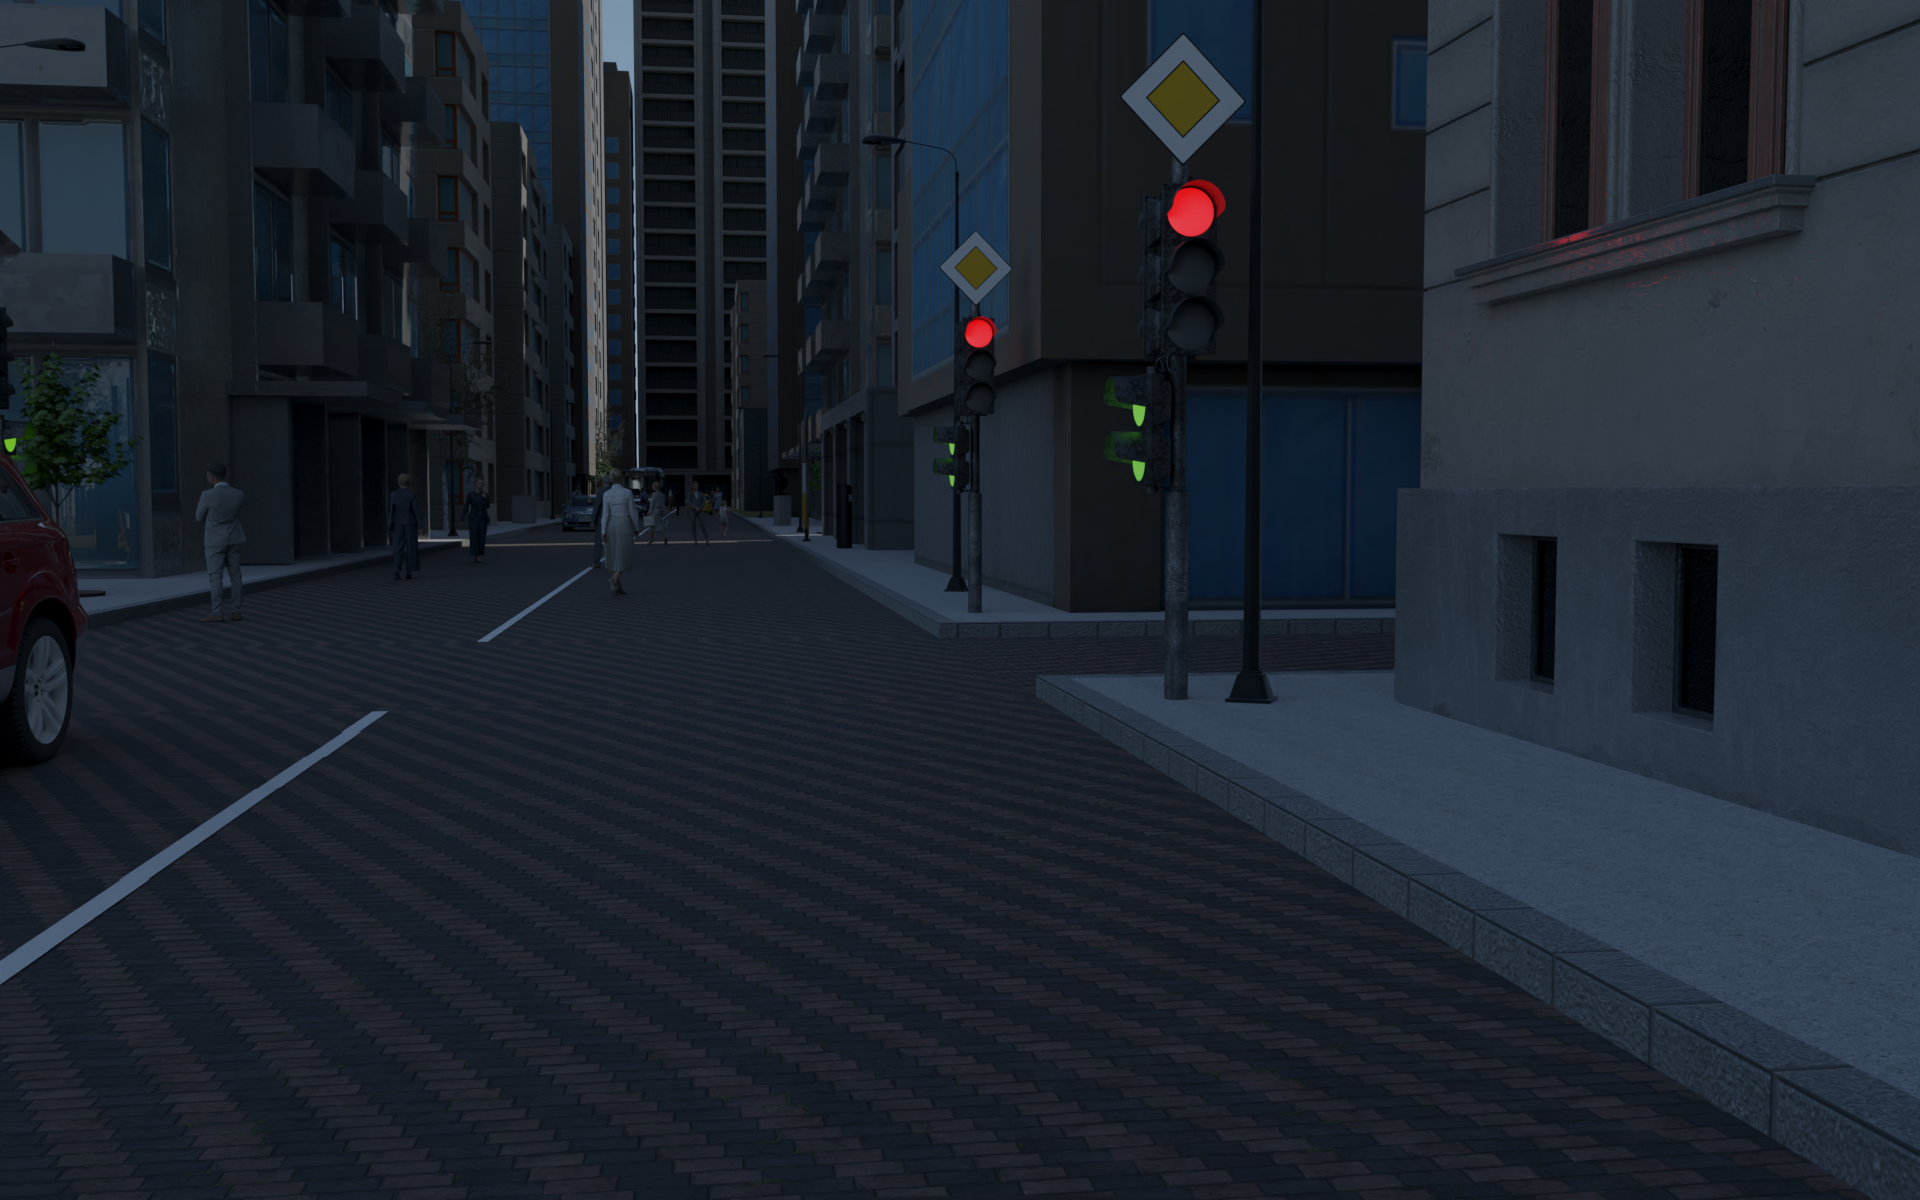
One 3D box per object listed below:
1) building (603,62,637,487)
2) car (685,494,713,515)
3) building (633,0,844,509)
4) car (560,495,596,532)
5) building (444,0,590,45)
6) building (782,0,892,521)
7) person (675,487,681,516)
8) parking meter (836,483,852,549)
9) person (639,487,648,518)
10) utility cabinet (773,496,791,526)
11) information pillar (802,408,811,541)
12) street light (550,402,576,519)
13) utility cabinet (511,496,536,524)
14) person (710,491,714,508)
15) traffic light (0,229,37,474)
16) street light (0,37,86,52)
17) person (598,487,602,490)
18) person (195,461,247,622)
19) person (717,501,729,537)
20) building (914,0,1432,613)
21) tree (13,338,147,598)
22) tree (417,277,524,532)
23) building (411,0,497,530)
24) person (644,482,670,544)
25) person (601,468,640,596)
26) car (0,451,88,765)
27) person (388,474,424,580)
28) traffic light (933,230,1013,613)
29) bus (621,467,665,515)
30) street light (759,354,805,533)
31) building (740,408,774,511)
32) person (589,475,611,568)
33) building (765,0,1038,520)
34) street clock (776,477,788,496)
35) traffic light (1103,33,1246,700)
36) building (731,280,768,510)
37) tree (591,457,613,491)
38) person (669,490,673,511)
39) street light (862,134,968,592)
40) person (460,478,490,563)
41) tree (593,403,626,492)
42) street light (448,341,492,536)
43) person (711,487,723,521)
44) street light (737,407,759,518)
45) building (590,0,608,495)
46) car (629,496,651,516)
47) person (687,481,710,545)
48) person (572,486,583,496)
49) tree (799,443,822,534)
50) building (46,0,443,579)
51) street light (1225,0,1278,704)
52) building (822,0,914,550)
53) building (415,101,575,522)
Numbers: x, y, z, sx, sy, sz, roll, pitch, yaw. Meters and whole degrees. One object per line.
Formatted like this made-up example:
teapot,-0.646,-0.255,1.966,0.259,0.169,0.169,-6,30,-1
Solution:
building,-40.986,-32.366,179.301,14.200,45.320,14.600,-1,4,-9
car,-17.974,-6.694,119.667,2.015,1.641,3.980,-1,4,-10
building,-23.963,-45.670,184.951,20.611,71.187,20.563,-1,4,-9
car,-14.593,-3.418,67.881,2.014,1.417,4.499,-1,4,-9
building,-34.069,-29.062,125.270,14.600,45.320,14.200,-1,4,-9
building,4.243,-28.003,77.453,23.786,49.044,30.456,-1,4,-9
person,-18.378,-6.420,113.098,0.705,1.869,1.348,0,4,-5
parking meter,-2.733,-1.988,40.917,0.372,1.533,0.369,0,3,0
person,-19.268,-5.897,104.778,0.709,1.838,0.599,2,4,33
utility cabinet,-7.231,-3.629,70.503,0.306,1.237,1.020,1,4,22
information pillar,-4.170,-3.392,46.815,0.183,3.616,0.504,0,4,5
street light,-20.058,-7.030,87.487,1.470,5.913,1.316,-1,4,-9
utility cabinet,-18.984,-3.930,75.424,1.020,1.237,0.306,1,4,11
person,-23.866,-9.629,166.481,0.434,1.755,0.990,1,4,18
traffic light,-9.655,-1.726,17.144,0.839,4.253,0.868,-1,4,-9
street light,-9.599,-2.762,17.706,1.470,5.913,1.316,-1,4,-9
person,-18.731,-4.999,90.465,0.641,1.798,0.478,-2,4,-23
person,-8.355,-0.663,19.524,0.466,1.800,0.511,1,4,23
person,-7.950,-2.706,57.758,0.505,1.210,0.382,2,4,31
building,6.836,-22.914,24.749,14.200,45.320,14.600,-1,4,-9
tree,-11.309,-1.646,21.513,1.663,3.219,1.824,0,3,0
tree,-17.145,-6.598,58.233,4.360,8.622,3.978,0,3,0
building,-33.306,-13.961,73.299,27.650,21.520,28.899,-1,4,-9
person,-8.612,-2.469,49.226,0.624,1.780,0.694,3,5,40
person,-4.830,-0.961,24.445,0.478,1.798,0.641,1,4,16
car,-5.678,0.064,7.633,2.281,1.827,5.304,0,4,-7
person,-9.261,-1.224,28.940,0.576,1.772,0.534,-1,4,-20
traffic light,0.143,-1.817,18.633,0.839,4.253,0.868,-1,4,-9
bus,-21.408,-7.476,117.090,2.948,3.499,13.247,0,4,-8
street light,-5.858,-5.203,57.611,1.470,5.913,1.316,-1,4,-9
building,-4.331,-49.588,123.432,22.319,86.520,31.000,-1,4,-9
person,-6.949,-1.535,33.769,0.590,1.801,0.661,3,5,43
building,-4.131,-27.589,101.193,14.600,45.320,14.200,-1,4,-9
street clock,-7.556,-4.223,73.609,0.471,2.002,0.358,-3,5,-40
traffic light,1.334,-1.334,10.737,0.839,4.253,0.868,-1,4,-9
building,-6.416,-19.029,156.168,27.650,21.520,28.899,-1,4,-9
tree,-30.014,-9.725,142.717,4.285,4.588,4.351,0,3,0
person,-23.732,-8.163,142.692,0.721,1.736,1.217,-1,4,-10
street light,-0.576,-3.062,22.609,1.470,5.913,1.316,-1,4,-9
person,-10.136,-1.674,36.284,0.534,1.772,0.576,3,4,37
tree,-28.732,-11.465,137.820,4.360,8.622,3.978,0,3,0
street light,-14.848,-4.887,52.451,1.470,5.913,1.316,-1,4,-9
person,-12.679,-5.009,90.487,0.616,1.811,0.778,0,4,3
street light,-11.163,-7.322,92.252,1.470,5.913,1.316,-1,4,-9
building,-42.595,-43.773,153.936,20.611,71.187,20.563,-1,4,-9
car,-18.594,-5.312,99.425,1.945,1.354,3.894,0,4,-7
person,-7.329,-2.429,48.493,0.520,1.790,0.573,-2,4,-35
person,-18.432,-4.590,83.653,0.679,1.850,0.850,2,4,24
tree,-4.151,-3.764,56.144,1.663,3.219,1.824,0,3,0
building,-23.546,-25.461,35.894,23.786,49.044,30.456,-1,4,-9
street light,1.273,-2.321,10.496,1.470,5.913,1.316,-1,4,-9
building,7.300,-37.011,43.389,20.563,71.187,20.611,-1,4,-9
building,-38.258,-15.815,103.615,27.650,21.520,28.899,-1,4,-9
